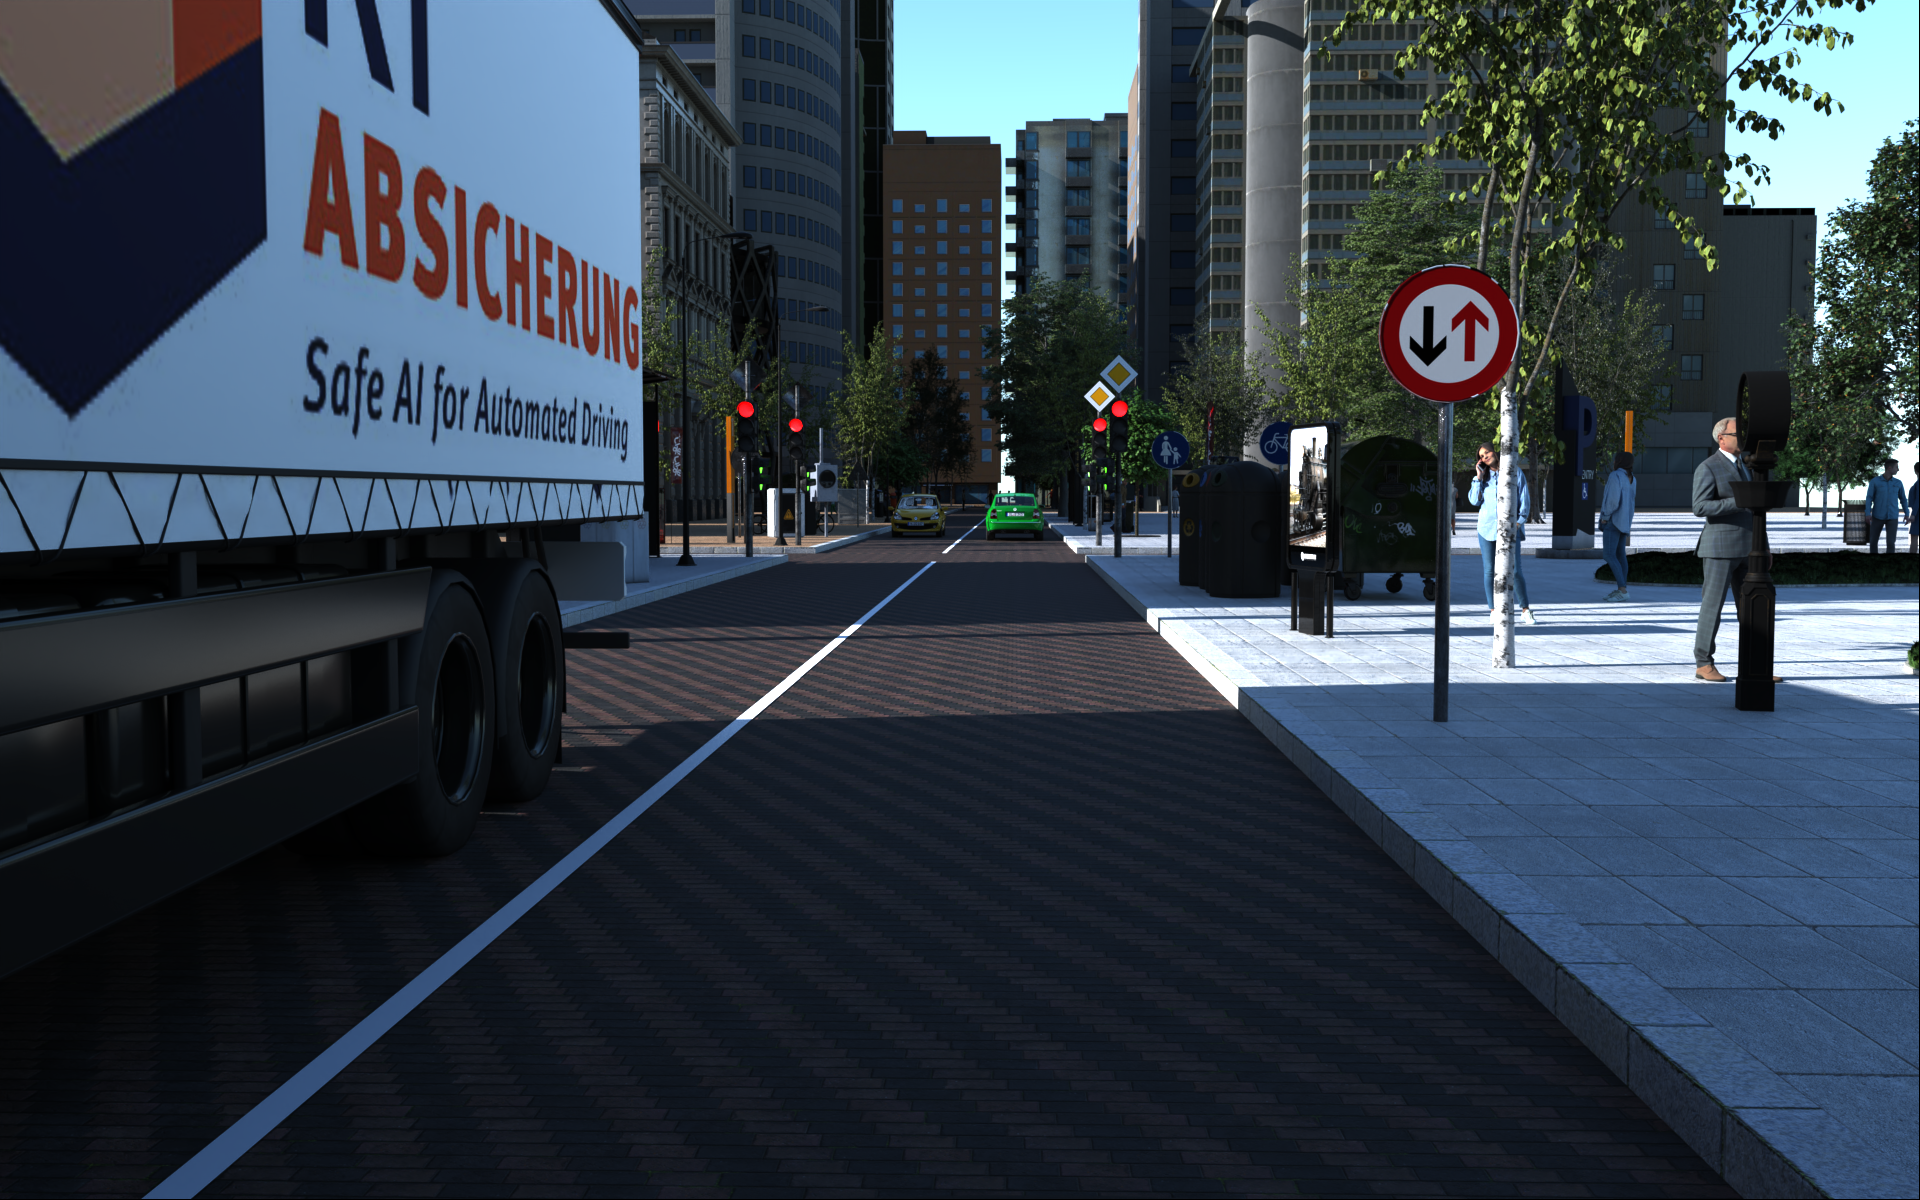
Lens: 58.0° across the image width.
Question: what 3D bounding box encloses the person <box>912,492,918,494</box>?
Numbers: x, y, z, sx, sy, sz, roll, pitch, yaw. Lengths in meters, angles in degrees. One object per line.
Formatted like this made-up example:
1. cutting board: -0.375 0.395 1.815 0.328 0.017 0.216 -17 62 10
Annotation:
1. person: -4.314 -9.871 167.522 1.350 1.814 0.705 3 5 40

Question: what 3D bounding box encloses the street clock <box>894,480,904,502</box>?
1. street clock: -3.053 -5.004 86.387 0.471 2.002 0.358 0 4 -1

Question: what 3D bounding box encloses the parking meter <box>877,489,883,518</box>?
1. parking meter: -4.388 -5.291 94.924 0.372 1.533 0.369 0 3 0

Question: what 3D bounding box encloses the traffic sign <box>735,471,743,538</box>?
1. traffic sign: -6.506 -3.118 51.077 0.768 2.556 0.104 0 4 5

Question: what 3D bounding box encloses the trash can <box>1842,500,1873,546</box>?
1. trash can: 22.458 -1.939 43.353 0.748 1.137 0.748 0 3 0

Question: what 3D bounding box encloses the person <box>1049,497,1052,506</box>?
1. person: 9.835 -10.833 183.707 0.434 1.755 0.990 -3 5 -41

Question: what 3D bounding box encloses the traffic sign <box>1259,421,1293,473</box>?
1. traffic sign: 5.632 -1.853 30.400 0.768 2.556 0.104 1 4 9

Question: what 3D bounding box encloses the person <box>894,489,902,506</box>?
1. person: -3.865 -6.218 107.508 0.447 1.846 0.655 -3 5 -42

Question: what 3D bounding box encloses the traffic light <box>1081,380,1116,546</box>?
1. traffic light: 3.434 -3.305 42.958 0.839 4.253 0.868 0 4 2

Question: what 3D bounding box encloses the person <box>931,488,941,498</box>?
1. person: -2.435 -9.670 164.247 1.348 1.812 0.705 -2 4 -24

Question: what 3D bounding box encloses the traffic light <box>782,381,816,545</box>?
1. traffic light: -4.024 -3.318 43.178 0.839 4.253 0.868 0 4 2

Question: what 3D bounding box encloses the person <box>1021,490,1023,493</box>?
1. person: 5.784 -9.379 161.932 0.705 1.814 1.350 0 4 -6

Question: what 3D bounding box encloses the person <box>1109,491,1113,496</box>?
1. person: 16.890 -11.395 193.067 0.721 1.735 1.217 -2 4 -26

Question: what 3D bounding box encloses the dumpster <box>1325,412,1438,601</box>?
1. dumpster: 5.157 -1.165 21.542 1.502 2.255 1.985 0 4 2

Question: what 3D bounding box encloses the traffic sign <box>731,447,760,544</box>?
1. traffic sign: -5.542 -2.725 44.665 0.768 2.556 0.104 0 4 6

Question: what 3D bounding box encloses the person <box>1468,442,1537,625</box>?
1. person: 5.372 -0.661 17.111 0.793 1.790 0.793 0 4 1

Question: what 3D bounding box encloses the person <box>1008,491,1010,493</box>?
1. person: 5.420 -11.274 192.796 0.705 1.831 1.348 1 4 11

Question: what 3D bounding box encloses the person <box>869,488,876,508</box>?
1. person: -8.048 -9.261 157.468 0.705 1.824 1.348 1 4 23

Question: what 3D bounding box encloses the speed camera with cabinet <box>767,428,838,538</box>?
1. speed camera with cabinet: -4.669 -3.490 51.396 2.038 3.252 0.660 -2 4 -28

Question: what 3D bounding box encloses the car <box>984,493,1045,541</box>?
1. car: 1.730 -2.811 54.758 1.959 1.807 4.718 0 4 2

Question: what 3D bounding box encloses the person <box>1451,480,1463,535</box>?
1. person: 15.390 -2.925 54.218 0.716 1.782 0.532 0 4 1

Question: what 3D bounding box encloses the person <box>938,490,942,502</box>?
1. person: -2.017 -10.257 174.422 0.721 1.739 1.217 -1 4 -18

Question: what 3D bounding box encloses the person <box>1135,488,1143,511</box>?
1. person: 13.220 -7.389 127.296 0.683 1.767 0.568 -3 5 -41

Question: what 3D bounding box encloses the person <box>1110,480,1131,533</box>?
1. person: 5.315 -3.118 56.926 0.836 1.842 0.656 -2 4 -27

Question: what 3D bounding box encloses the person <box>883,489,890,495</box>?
1. person: -8.270 -11.570 194.835 1.348 1.869 0.705 0 4 2

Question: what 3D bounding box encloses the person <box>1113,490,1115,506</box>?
1. person: 16.633 -11.099 188.228 0.721 1.743 1.217 2 4 30

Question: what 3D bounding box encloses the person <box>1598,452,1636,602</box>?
1. person: 7.919 -0.886 20.801 0.793 1.790 0.793 1 4 11

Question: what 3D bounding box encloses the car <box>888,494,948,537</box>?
1. car: -1.388 -2.959 58.605 2.015 1.641 3.980 0 4 2

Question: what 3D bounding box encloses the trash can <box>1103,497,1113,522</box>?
1. trash can: 6.738 -4.157 79.619 0.748 1.137 0.748 0 3 0

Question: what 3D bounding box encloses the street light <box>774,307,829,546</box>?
1. street light: -3.935 -4.313 43.066 1.470 5.913 1.316 0 4 2

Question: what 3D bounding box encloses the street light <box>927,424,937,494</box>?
1. street light: -1.591 -8.615 113.388 1.470 5.913 1.316 0 4 2

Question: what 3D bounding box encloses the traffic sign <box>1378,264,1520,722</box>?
1. traffic sign: 2.714 -0.587 9.701 0.768 2.556 0.104 0 4 5

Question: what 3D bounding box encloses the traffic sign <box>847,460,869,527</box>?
1. traffic sign: -3.918 -4.068 66.509 0.884 2.594 0.081 1 4 11

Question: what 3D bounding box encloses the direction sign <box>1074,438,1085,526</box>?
1. direction sign: 4.743 -4.688 68.652 0.379 3.537 0.876 2 4 30

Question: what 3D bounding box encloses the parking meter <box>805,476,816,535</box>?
1. parking meter: -4.732 -2.973 54.324 0.399 1.863 0.255 -3 5 -44

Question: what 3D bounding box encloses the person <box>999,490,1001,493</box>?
1. person: 4.217 -10.534 180.737 0.705 1.822 1.348 3 5 42

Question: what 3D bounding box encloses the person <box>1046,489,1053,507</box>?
1. person: 8.986 -9.974 169.072 1.348 1.831 0.705 -1 4 -20

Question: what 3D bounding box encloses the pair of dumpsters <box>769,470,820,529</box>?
1. pair of dumpsters: -5.705 -3.557 60.656 1.574 2.255 4.437 0 4 2

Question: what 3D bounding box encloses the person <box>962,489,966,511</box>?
1. person: 0.355 -8.463 146.883 0.705 1.823 1.348 0 4 3

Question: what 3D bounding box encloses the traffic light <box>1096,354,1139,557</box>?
1. traffic light: 3.180 -2.817 34.977 0.839 4.253 0.868 0 4 2

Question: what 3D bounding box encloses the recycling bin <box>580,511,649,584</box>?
1. recycling bin: -4.999 -0.766 25.084 0.722 1.027 0.722 2 4 33

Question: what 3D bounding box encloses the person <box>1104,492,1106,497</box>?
1. person: 14.402 -10.324 174.969 0.705 1.807 1.348 -2 4 -33

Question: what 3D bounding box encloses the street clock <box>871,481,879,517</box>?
1. street clock: -4.778 -5.664 97.176 0.358 2.002 0.471 3 4 36

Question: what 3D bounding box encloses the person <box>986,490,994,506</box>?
1. person: 3.004 -9.916 170.650 0.705 1.821 1.348 3 4 37

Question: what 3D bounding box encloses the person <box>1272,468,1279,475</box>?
1. person: 6.062 -1.641 33.224 0.694 1.780 0.624 2 4 27

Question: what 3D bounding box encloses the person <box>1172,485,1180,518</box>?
1. person: 11.815 -5.369 94.388 0.480 1.755 0.524 3 5 44

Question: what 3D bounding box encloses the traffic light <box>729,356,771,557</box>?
1. traffic light: -4.278 -2.830 35.197 0.839 4.253 0.868 0 4 2

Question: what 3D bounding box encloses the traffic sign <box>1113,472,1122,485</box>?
1. traffic sign: 6.641 -4.400 74.062 0.606 2.300 0.079 0 4 3

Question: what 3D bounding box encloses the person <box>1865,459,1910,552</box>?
1. person: 14.759 -1.326 27.580 0.638 1.841 0.748 2 4 26

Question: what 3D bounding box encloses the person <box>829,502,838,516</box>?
1. person: -7.486 -5.634 102.413 0.590 1.304 0.306 3 4 36

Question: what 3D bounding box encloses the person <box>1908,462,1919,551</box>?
1. person: 16.009 -1.391 28.818 0.581 1.822 0.654 -2 4 -34

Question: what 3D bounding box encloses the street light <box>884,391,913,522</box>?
1. street light: -2.736 -6.464 78.226 1.470 5.913 1.316 0 4 2

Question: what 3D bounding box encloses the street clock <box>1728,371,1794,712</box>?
1. street clock: 4.731 -0.348 10.254 0.358 2.002 0.471 1 4 15

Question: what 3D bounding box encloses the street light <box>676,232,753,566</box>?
1. street light: -4.366 -3.566 30.852 1.470 5.913 1.316 0 4 2

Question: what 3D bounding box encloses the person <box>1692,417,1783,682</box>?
1. person: 5.318 -0.341 11.800 0.661 1.801 0.590 -2 4 -27

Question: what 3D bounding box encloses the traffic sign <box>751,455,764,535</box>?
1. traffic sign: -6.452 -3.288 53.871 0.768 2.556 0.104 0 4 7

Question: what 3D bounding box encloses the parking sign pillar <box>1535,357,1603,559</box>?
1. parking sign pillar: 12.306 -2.823 34.636 1.447 3.967 1.447 3 4 38

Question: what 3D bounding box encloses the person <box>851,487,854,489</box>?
1. person: -8.388 -7.954 135.724 0.705 1.869 1.348 -3 5 -44

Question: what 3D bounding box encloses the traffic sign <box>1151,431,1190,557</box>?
1. traffic sign: 4.248 -2.136 35.024 0.768 2.556 0.104 0 4 3
